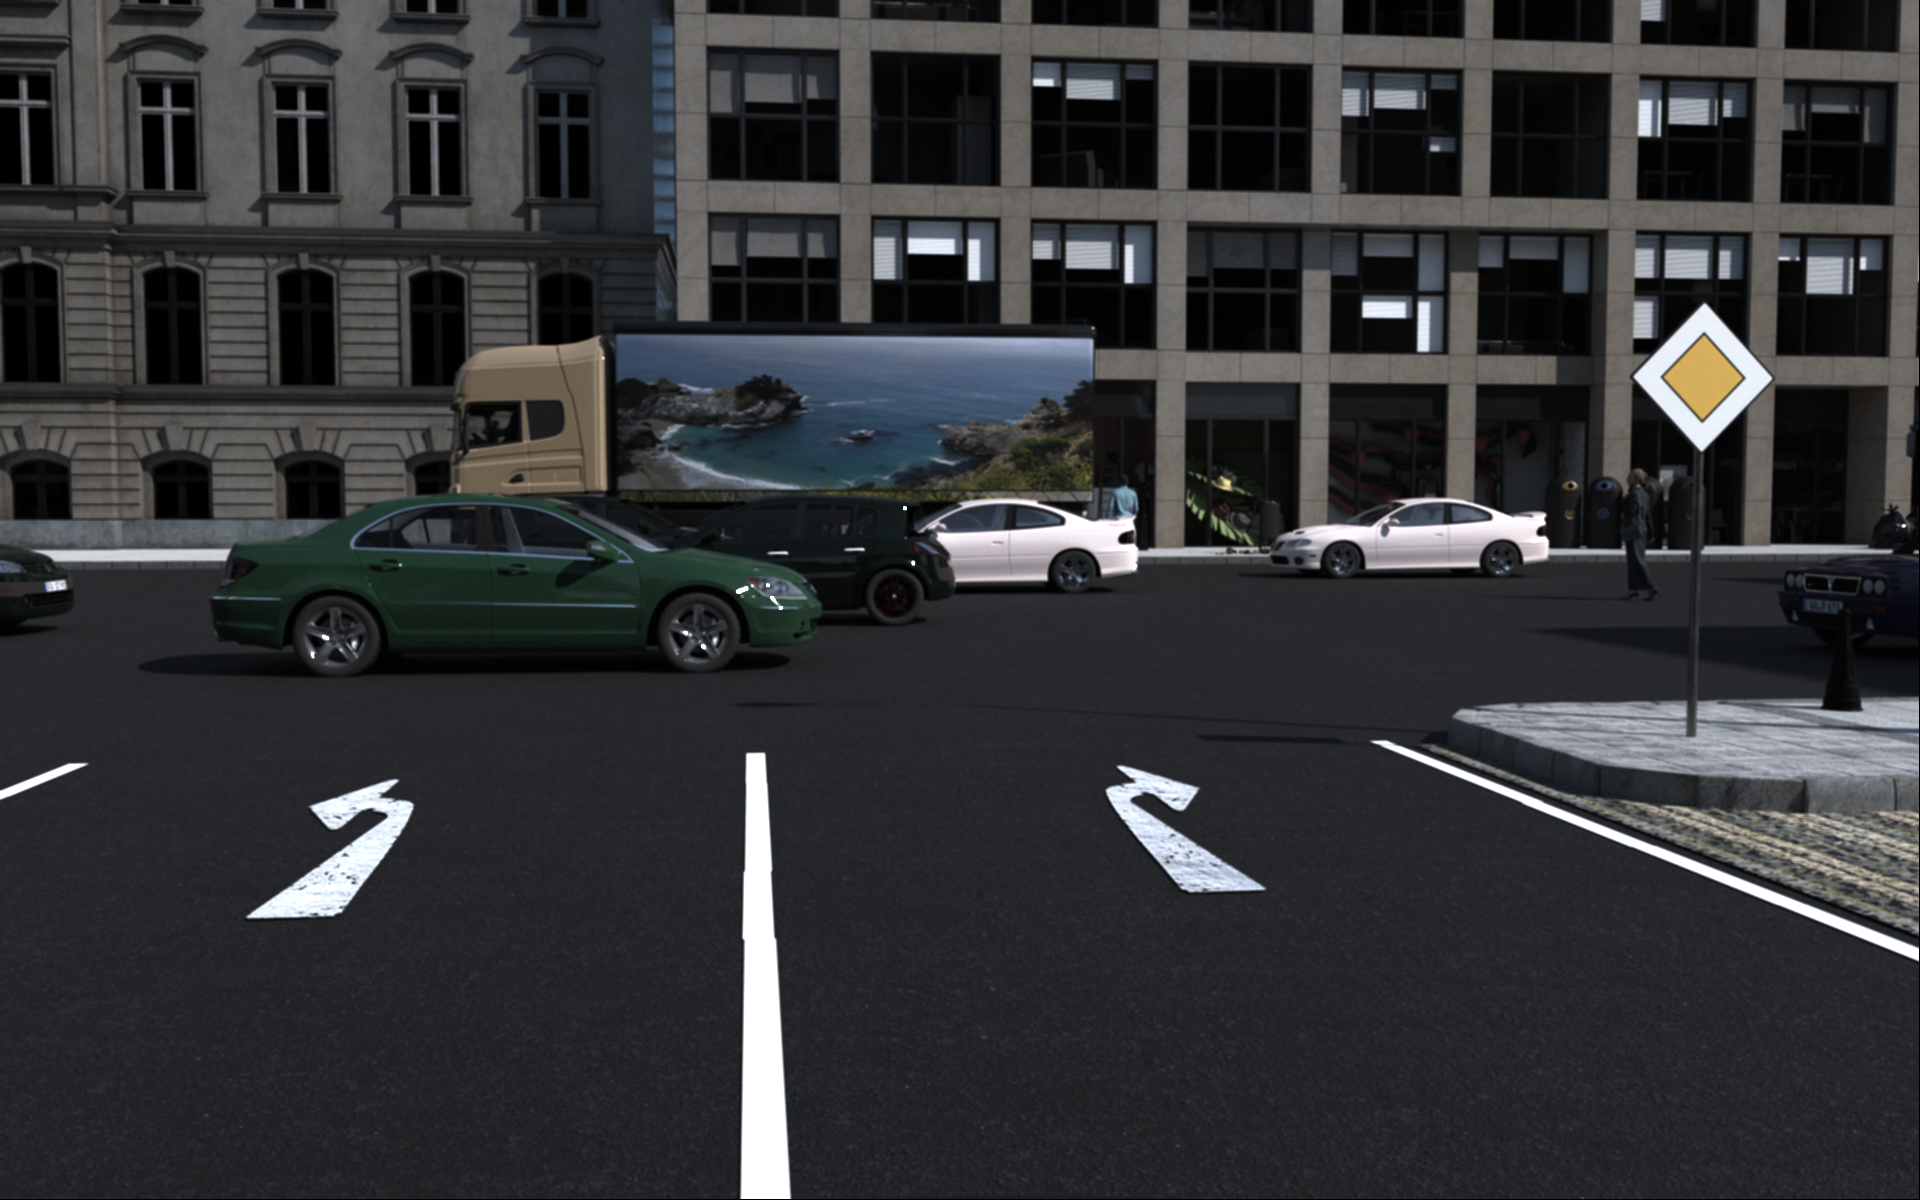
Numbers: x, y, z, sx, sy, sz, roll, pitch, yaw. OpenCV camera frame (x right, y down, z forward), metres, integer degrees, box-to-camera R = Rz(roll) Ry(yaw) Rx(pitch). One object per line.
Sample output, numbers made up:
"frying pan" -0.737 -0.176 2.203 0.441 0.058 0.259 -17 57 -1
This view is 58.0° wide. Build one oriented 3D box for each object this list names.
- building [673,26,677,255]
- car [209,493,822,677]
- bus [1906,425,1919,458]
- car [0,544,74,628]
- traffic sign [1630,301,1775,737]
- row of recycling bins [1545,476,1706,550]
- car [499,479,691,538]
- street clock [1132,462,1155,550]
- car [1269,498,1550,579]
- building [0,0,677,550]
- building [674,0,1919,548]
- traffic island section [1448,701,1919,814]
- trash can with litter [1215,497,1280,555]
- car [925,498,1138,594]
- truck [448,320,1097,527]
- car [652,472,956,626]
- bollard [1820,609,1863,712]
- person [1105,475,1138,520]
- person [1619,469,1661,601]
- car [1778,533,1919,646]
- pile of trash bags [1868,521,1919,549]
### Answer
"building" -43.807 -46.830 203.914 20.611 71.187 20.563 0 4 -7
"car" -3.623 -0.167 14.522 4.920 1.459 2.131 0 4 -7
"bus" 21.380 -1.999 27.551 13.247 3.499 2.948 -1 4 -9
"car" -11.424 -0.485 17.715 4.222 1.686 2.009 0 4 -6
"traffic sign" 3.865 -0.334 9.097 0.795 2.450 0.064 0 4 -7
"row of recycling bins" 15.507 -2.041 40.485 3.534 1.692 1.069 2 4 26
"car" -5.151 -0.956 25.412 4.222 1.686 2.009 0 4 -5
"street clock" 4.177 -2.133 39.441 0.471 2.002 0.358 -1 4 -9
"car" 7.821 -1.096 30.283 4.827 1.381 2.083 0 4 -6
"building" -24.585 -13.750 43.900 34.723 24.649 14.460 0 4 -7
"building" 9.321 -15.033 50.310 34.151 26.468 19.350 0 4 -7
"traffic island section" 3.887 0.801 9.177 2.009 0.180 2.903 0 4 -7
"trash can with litter" 6.298 -1.607 37.328 2.233 1.210 1.678 -2 4 -28
"car" 0.231 -0.813 25.651 4.827 1.381 2.083 0 4 -6
"truck" -3.451 -2.476 29.394 11.283 4.237 2.839 0 4 -5
"car" -2.154 -0.589 19.411 4.222 1.686 2.009 0 4 -5
"bollard" 5.257 0.351 10.308 0.229 0.601 0.229 0 3 0
"person" 3.232 -1.587 34.469 0.660 1.820 0.620 -1 4 -16
"person" 9.189 -0.885 23.399 0.534 1.772 0.576 1 4 18
"car" 9.646 -0.197 15.807 3.894 1.354 1.945 -1 4 -9
"pile of trash bags" 23.274 -1.886 40.592 3.447 1.369 1.912 -1 4 -16
